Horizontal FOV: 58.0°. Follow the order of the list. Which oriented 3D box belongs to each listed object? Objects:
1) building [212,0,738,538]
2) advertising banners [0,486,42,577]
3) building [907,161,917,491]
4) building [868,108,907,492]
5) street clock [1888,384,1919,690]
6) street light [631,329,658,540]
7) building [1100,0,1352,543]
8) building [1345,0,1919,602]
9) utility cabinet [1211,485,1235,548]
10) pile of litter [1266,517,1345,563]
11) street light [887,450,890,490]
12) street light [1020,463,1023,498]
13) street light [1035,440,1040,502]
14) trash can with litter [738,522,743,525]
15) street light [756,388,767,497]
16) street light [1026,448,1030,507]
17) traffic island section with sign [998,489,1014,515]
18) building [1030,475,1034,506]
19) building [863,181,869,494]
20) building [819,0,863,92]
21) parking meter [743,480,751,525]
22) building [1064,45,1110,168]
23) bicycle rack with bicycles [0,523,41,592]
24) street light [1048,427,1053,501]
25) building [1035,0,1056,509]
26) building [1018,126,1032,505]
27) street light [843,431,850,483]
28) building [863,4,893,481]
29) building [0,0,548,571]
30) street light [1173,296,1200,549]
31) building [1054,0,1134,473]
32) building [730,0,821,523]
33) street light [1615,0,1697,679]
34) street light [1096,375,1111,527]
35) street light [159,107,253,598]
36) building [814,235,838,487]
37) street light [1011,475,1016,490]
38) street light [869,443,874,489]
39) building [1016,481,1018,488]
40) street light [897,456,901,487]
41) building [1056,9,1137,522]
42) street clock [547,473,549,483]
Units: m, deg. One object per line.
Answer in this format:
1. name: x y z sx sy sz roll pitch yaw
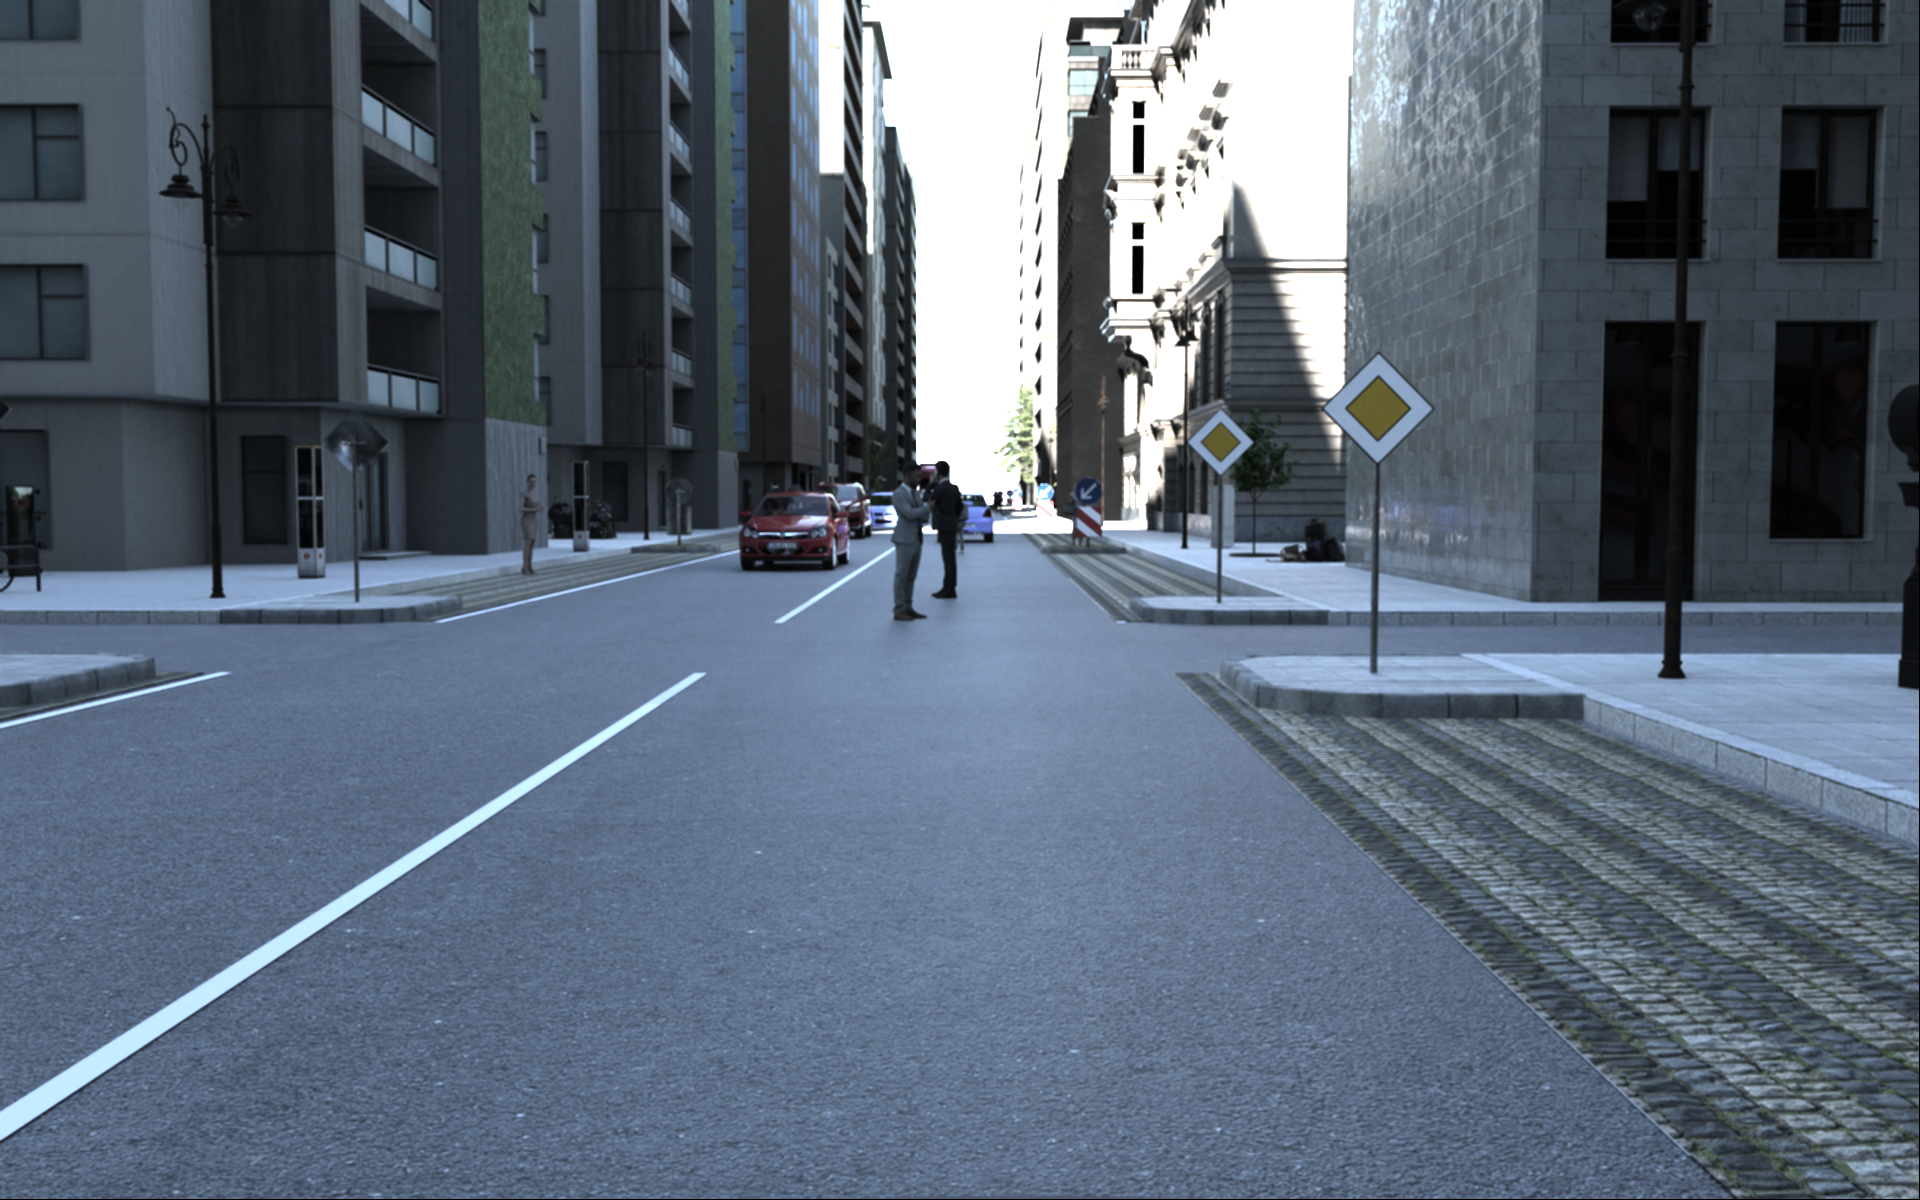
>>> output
1. building: -15.809 -23.025 60.060 14.154 41.232 14.086 0 4 1
2. advertising banners: -14.863 -1.833 26.152 0.090 3.025 2.074 2 4 25
3. building: -16.940 -37.664 239.506 21.300 48.544 21.600 0 4 1
4. building: -18.087 -36.334 217.768 21.300 48.544 21.600 0 4 1
5. street clock: 6.353 -0.417 11.393 0.471 2.002 0.358 -1 4 -18
6. street light: -8.833 -4.638 48.612 0.468 5.910 1.993 0 4 1
7. building: 12.394 -14.848 61.849 14.460 24.649 34.723 0 4 1
8. building: 15.219 -10.412 24.986 16.860 20.320 10.420 0 4 1
9. utility cabinet: 6.272 -2.000 41.384 0.318 1.500 1.173 1 4 21
10. pile of litter: 6.605 -1.160 32.936 1.719 0.858 1.176 0 4 -4
11. street light: -7.422 -12.695 180.356 0.468 5.910 1.993 0 4 1
12. street light: 7.057 -13.889 199.873 0.468 5.910 1.993 0 4 1
13. street light: 6.497 -10.486 144.227 0.468 5.910 1.993 0 4 1
14. trash can with litter: -9.410 -3.701 71.562 1.678 1.210 2.233 -1 4 -16
15. street light: -8.577 -6.302 75.825 0.468 5.910 1.993 0 4 1
16. street light: 6.743 -12.149 171.428 0.468 5.910 1.993 0 4 1
17. traffic island section with sign: 3.814 -6.797 119.759 1.989 1.847 2.006 0 4 1
18. building: 18.306 -46.343 195.955 20.563 71.187 20.611 0 4 1
19. building: -15.588 -23.346 153.414 14.160 30.474 14.107 0 4 1
20. building: -18.862 -31.251 134.660 21.300 48.544 21.600 0 4 1
21. parking meter: -8.607 -3.929 69.942 0.255 1.863 0.399 0 4 8
22. building: 13.834 -21.018 115.351 14.160 30.474 14.107 0 4 1
23. bicycle rack with bicycles: -13.296 -0.523 21.933 2.852 0.926 2.925 1 4 9
24. street light: 6.126 -8.814 116.900 0.468 5.910 1.993 0 4 1
25. building: 17.845 -32.803 160.023 21.300 48.544 21.600 0 4 1
26. building: 18.260 -36.332 217.728 21.300 48.544 21.600 0 4 1
27. street light: -8.091 -9.268 124.323 0.468 5.910 1.993 0 4 1
28. building: -22.300 -36.907 192.666 28.713 52.752 27.495 0 4 1
29. building: -16.972 -21.404 33.543 14.154 41.232 14.086 0 4 1
30. street light: 5.291 -4.149 40.618 0.468 5.910 1.993 0 4 1
31. building: 21.380 -33.402 135.354 28.713 52.752 27.495 0 4 1
32. building: -14.209 -26.417 82.021 14.600 45.320 14.200 0 4 1
33. street light: 4.979 -2.394 11.936 0.468 5.910 1.993 0 4 1
34. street light: 5.596 -5.807 67.725 0.468 5.910 1.993 0 4 1
35. street light: -9.185 -2.964 21.257 0.468 5.910 1.993 0 4 1
36. building: -22.763 -16.225 110.322 27.650 21.520 28.899 0 4 1
37. street light: 7.572 -17.247 254.768 0.468 5.910 1.993 0 4 1
38. street light: -7.718 -10.983 152.357 0.468 5.910 1.993 0 4 1
39. building: 24.004 -33.611 241.415 32.217 40.220 23.993 0 4 1
40. street light: -7.273 -14.380 207.896 0.468 5.910 1.993 0 4 1
41. building: 11.415 -15.774 87.575 12.332 23.373 15.834 0 4 1
42. street clock: -12.660 -2.922 52.344 0.471 2.002 0.358 0 4 -1
